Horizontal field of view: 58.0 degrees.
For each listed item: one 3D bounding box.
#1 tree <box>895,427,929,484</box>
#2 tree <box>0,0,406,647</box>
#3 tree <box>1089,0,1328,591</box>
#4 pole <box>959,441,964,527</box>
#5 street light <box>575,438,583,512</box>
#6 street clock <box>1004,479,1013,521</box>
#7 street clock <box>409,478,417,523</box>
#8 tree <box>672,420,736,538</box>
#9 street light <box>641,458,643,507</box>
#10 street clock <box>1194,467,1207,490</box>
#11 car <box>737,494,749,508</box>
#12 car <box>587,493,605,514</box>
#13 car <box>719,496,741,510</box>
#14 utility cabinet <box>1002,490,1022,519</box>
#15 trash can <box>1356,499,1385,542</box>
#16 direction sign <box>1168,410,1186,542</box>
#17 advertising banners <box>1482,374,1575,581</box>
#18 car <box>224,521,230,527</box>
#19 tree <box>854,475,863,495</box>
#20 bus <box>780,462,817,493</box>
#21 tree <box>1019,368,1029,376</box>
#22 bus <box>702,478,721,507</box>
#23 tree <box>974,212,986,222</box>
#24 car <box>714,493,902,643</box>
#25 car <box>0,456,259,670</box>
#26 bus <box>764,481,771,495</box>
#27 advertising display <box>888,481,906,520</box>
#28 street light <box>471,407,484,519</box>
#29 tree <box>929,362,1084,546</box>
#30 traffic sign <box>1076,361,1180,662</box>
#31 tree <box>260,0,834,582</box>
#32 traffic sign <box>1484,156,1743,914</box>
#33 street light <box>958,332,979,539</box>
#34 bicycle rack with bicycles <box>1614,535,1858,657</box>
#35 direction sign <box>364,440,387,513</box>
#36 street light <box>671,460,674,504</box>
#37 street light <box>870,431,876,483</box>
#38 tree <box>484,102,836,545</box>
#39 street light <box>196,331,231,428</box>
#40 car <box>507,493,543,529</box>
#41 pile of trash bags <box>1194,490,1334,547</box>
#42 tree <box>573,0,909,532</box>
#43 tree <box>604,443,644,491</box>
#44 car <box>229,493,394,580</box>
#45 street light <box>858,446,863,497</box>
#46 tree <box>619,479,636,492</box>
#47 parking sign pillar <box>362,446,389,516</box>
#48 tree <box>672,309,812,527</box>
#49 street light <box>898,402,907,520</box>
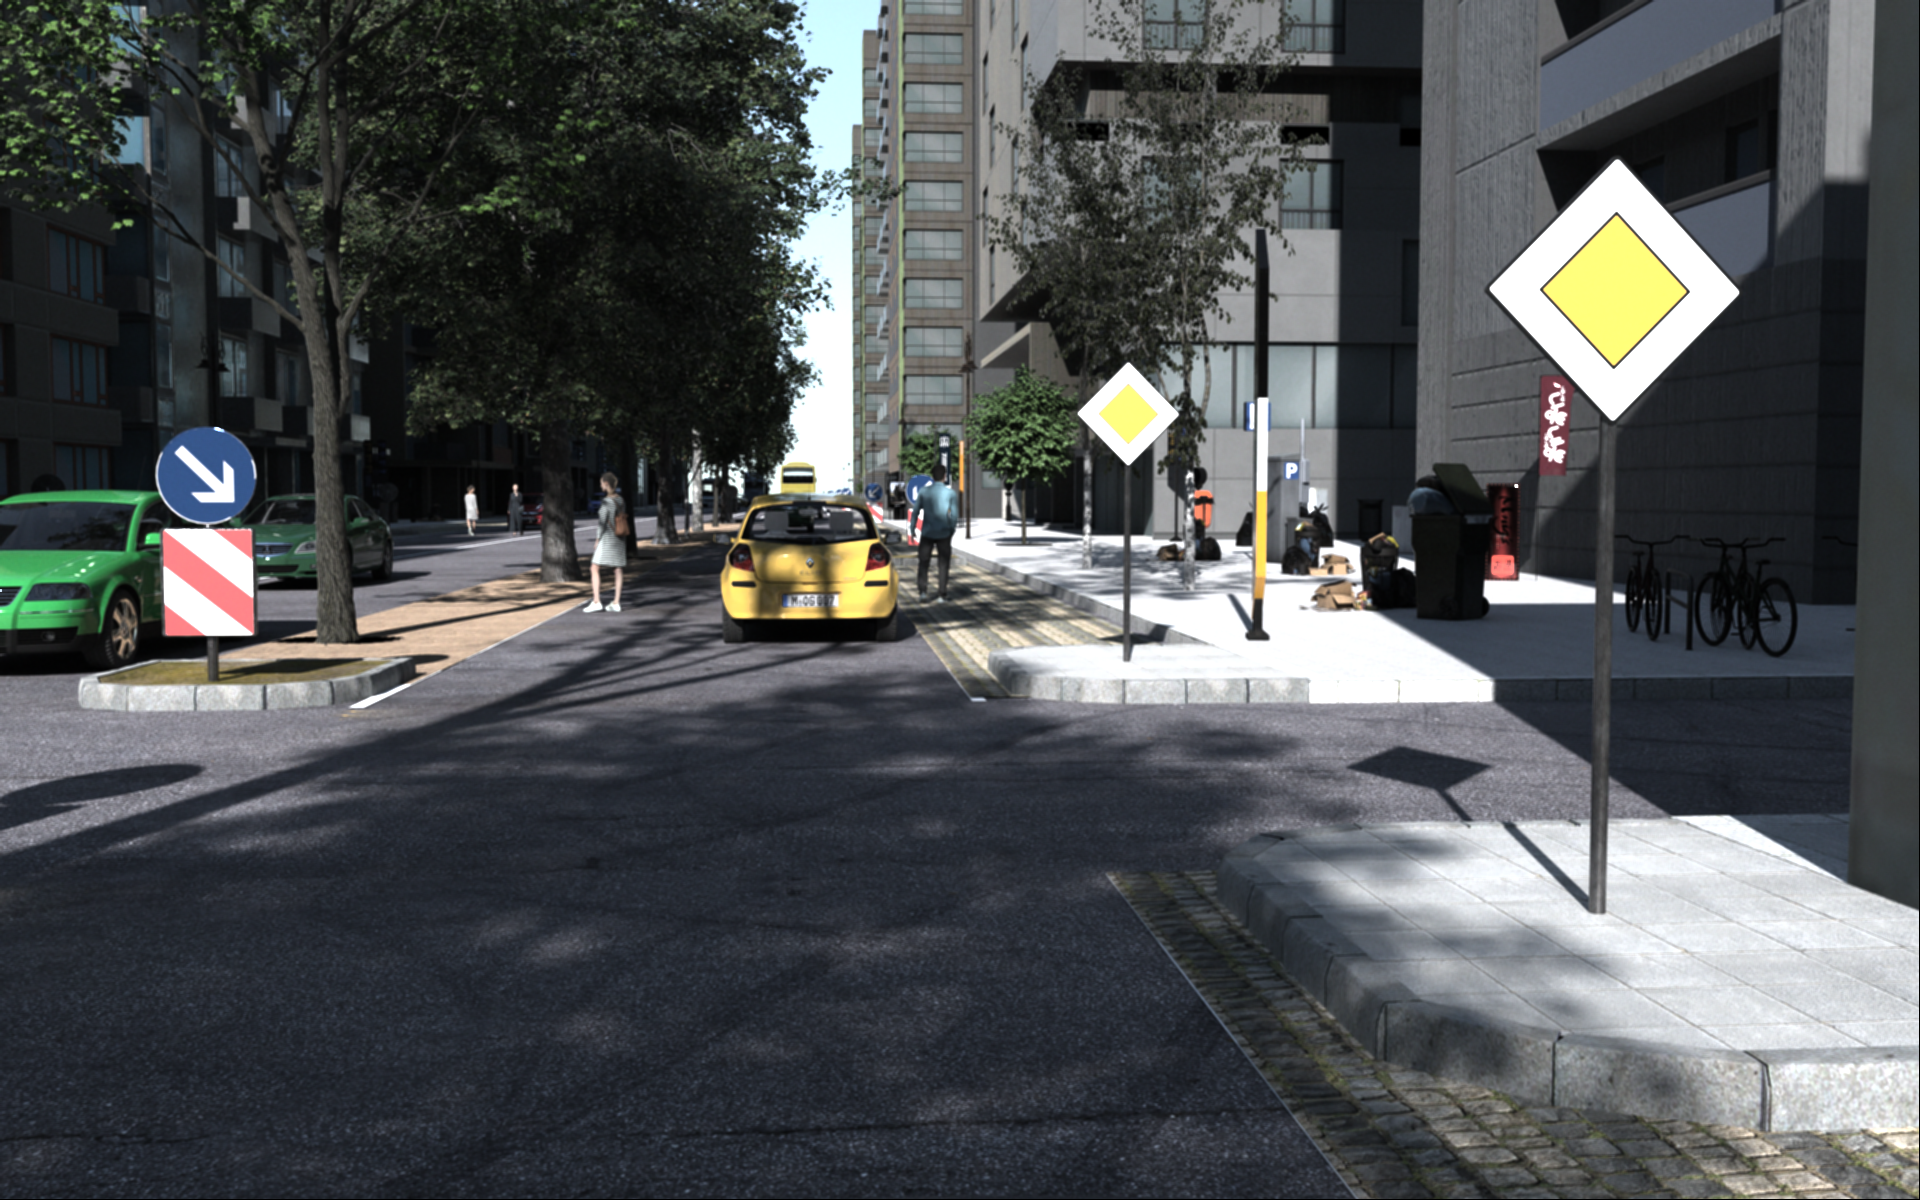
[{"bbox_3d":[-1.193,-5.741,77.586,4.285,4.588,4.351,0,3,0],"label":"tree"},{"bbox_3d":[-6.120,-5.397,16.449,9.928,11.665,9.643,0,3,0],"label":"tree"},{"bbox_3d":[2.817,-4.428,22.760,4.360,8.622,3.978,0,3,0],"label":"tree"},{"bbox_3d":[0.053,-4.453,66.650,0.158,3.312,0.155,0,3,0],"label":"pole"},{"bbox_3d":[-27.679,-9.358,125.785,0.468,5.910,1.993,0,4,-5],"label":"street light"},{"bbox_3d":[2.287,-4.704,81.486,0.358,2.002,0.471,3,4,37],"label":"street clock"},{"bbox_3d":[-24.684,-4.499,78.130,0.358,2.002,0.471,-2,4,-31],"label":"street clock"},{"bbox_3d":[-8.811,-6.291,55.670,4.360,8.622,3.978,0,3,0],"label":"tree"},{"bbox_3d":[-31.645,-12.174,171.829,0.468,5.910,1.993,0,4,-5],"label":"street light"},{"bbox_3d":[6.462,-2.595,47.001,0.358,2.002,0.471,-2,4,-32],"label":"street clock"},{"bbox_3d":[-23.413,-10.625,183.936,2.015,1.641,3.980,0,4,-6],"label":"car"},{"bbox_3d":[-25.114,-6.851,121.603,1.945,1.707,3.694,0,4,-4],"label":"car"},{"bbox_3d":[-20.507,-8.844,154.382,2.009,1.686,4.222,0,4,-6],"label":"car"},{"bbox_3d":[2.616,-4.763,86.560,0.318,1.500,1.173,3,5,43],"label":"utility cabinet"},{"bbox_3d":[10.991,-2.126,46.406,0.748,1.137,0.748,0,3,0],"label":"trash can"},{"bbox_3d":[5.866,-3.356,46.864,0.379,3.537,0.876,-2,4,-25],"label":"direction sign"},{"bbox_3d":[8.015,-1.801,25.633,2.074,3.025,0.090,1,4,16],"label":"advertising banners"},{"bbox_3d":[-13.237,-0.990,27.992,2.131,1.459,4.920,0,4,-6],"label":"car"},{"bbox_3d":[-9.659,-10.884,172.555,1.663,3.219,1.824,0,3,0],"label":"tree"},{"bbox_3d":[-12.247,-8.537,131.129,2.896,3.916,12.252,0,4,-5],"label":"bus"},{"bbox_3d":[4.306,-7.814,78.114,4.737,8.622,4.395,0,3,0],"label":"tree"},{"bbox_3d":[-27.544,-12.070,192.211,2.948,3.499,13.247,0,4,-6],"label":"bus"},{"bbox_3d":[2.429,-4.843,29.540,4.360,8.622,3.978,0,3,0],"label":"tree"},{"bbox_3d":[-1.581,-0.482,18.110,2.015,1.641,3.980,0,4,-5],"label":"car"},{"bbox_3d":[-7.781,-0.407,15.451,1.959,1.807,4.718,0,4,-4],"label":"car"},{"bbox_3d":[-27.524,-14.924,238.863,2.948,3.499,13.247,0,4,-5],"label":"bus"},{"bbox_3d":[-3.109,-4.913,85.548,0.974,1.923,0.123,-3,4,-36],"label":"advertising display"},{"bbox_3d":[-24.483,-7.049,88.041,0.468,5.910,1.993,0,4,-5],"label":"street light"},{"bbox_3d":[1.689,-3.647,43.341,4.285,4.588,4.351,0,3,0],"label":"tree"},{"bbox_3d":[1.272,-0.585,13.202,0.795,2.450,0.064,0,4,-5],"label":"traffic sign"},{"bbox_3d":[-6.488,-7.255,27.729,9.857,13.997,8.962,0,3,0],"label":"tree"},{"bbox_3d":[1.950,-0.098,5.245,0.795,2.450,0.064,0,4,-5],"label":"traffic sign"},{"bbox_3d":[0.233,-4.691,49.478,0.468,5.910,1.993,0,4,-5],"label":"street light"},{"bbox_3d":[6.918,-0.080,14.685,2.852,0.926,2.925,1,4,18],"label":"bicycle rack with bicycles"},{"bbox_3d":[-24.500,-4.932,72.636,0.876,3.537,0.379,-2,4,-24],"label":"direction sign"},{"bbox_3d":[-34.766,-14.468,209.335,0.468,5.910,1.993,0,4,-5],"label":"street light"},{"bbox_3d":[-6.317,-9.399,126.459,0.468,5.910,1.993,0,4,-5],"label":"street light"},{"bbox_3d":[-8.298,-7.892,48.491,9.611,12.733,9.660,0,3,0],"label":"tree"},{"bbox_3d":[-21.155,-4.674,49.203,0.468,5.910,1.993,0,4,-5],"label":"street light"},{"bbox_3d":[-17.153,-3.732,70.055,2.155,1.783,4.494,0,4,-5],"label":"car"},{"bbox_3d":[7.263,-1.984,42.187,3.447,1.369,1.912,0,4,-7],"label":"pile of trash bags"},{"bbox_3d":[-8.598,-12.574,63.936,12.611,20.169,13.585,0,3,0],"label":"tree"},{"bbox_3d":[-31.389,-13.010,163.074,4.737,8.622,4.395,0,3,0],"label":"tree"},{"bbox_3d":[-10.373,-0.972,27.683,2.131,1.459,4.920,0,4,-6],"label":"car"},{"bbox_3d":[-9.438,-11.685,163.838,0.468,5.910,1.993,0,4,-5],"label":"street light"},{"bbox_3d":[-32.572,-10.687,169.334,1.663,3.219,1.824,0,3,0],"label":"tree"},{"bbox_3d":[-28.840,-5.921,85.287,1.447,3.967,1.447,-3,5,-42],"label":"parking sign pillar"},{"bbox_3d":[-10.621,-8.421,74.550,8.767,10.594,7.601,0,4,-5],"label":"tree"},{"bbox_3d":[-2.893,-6.977,86.857,0.468,5.910,1.993,0,4,-5],"label":"street light"}]
